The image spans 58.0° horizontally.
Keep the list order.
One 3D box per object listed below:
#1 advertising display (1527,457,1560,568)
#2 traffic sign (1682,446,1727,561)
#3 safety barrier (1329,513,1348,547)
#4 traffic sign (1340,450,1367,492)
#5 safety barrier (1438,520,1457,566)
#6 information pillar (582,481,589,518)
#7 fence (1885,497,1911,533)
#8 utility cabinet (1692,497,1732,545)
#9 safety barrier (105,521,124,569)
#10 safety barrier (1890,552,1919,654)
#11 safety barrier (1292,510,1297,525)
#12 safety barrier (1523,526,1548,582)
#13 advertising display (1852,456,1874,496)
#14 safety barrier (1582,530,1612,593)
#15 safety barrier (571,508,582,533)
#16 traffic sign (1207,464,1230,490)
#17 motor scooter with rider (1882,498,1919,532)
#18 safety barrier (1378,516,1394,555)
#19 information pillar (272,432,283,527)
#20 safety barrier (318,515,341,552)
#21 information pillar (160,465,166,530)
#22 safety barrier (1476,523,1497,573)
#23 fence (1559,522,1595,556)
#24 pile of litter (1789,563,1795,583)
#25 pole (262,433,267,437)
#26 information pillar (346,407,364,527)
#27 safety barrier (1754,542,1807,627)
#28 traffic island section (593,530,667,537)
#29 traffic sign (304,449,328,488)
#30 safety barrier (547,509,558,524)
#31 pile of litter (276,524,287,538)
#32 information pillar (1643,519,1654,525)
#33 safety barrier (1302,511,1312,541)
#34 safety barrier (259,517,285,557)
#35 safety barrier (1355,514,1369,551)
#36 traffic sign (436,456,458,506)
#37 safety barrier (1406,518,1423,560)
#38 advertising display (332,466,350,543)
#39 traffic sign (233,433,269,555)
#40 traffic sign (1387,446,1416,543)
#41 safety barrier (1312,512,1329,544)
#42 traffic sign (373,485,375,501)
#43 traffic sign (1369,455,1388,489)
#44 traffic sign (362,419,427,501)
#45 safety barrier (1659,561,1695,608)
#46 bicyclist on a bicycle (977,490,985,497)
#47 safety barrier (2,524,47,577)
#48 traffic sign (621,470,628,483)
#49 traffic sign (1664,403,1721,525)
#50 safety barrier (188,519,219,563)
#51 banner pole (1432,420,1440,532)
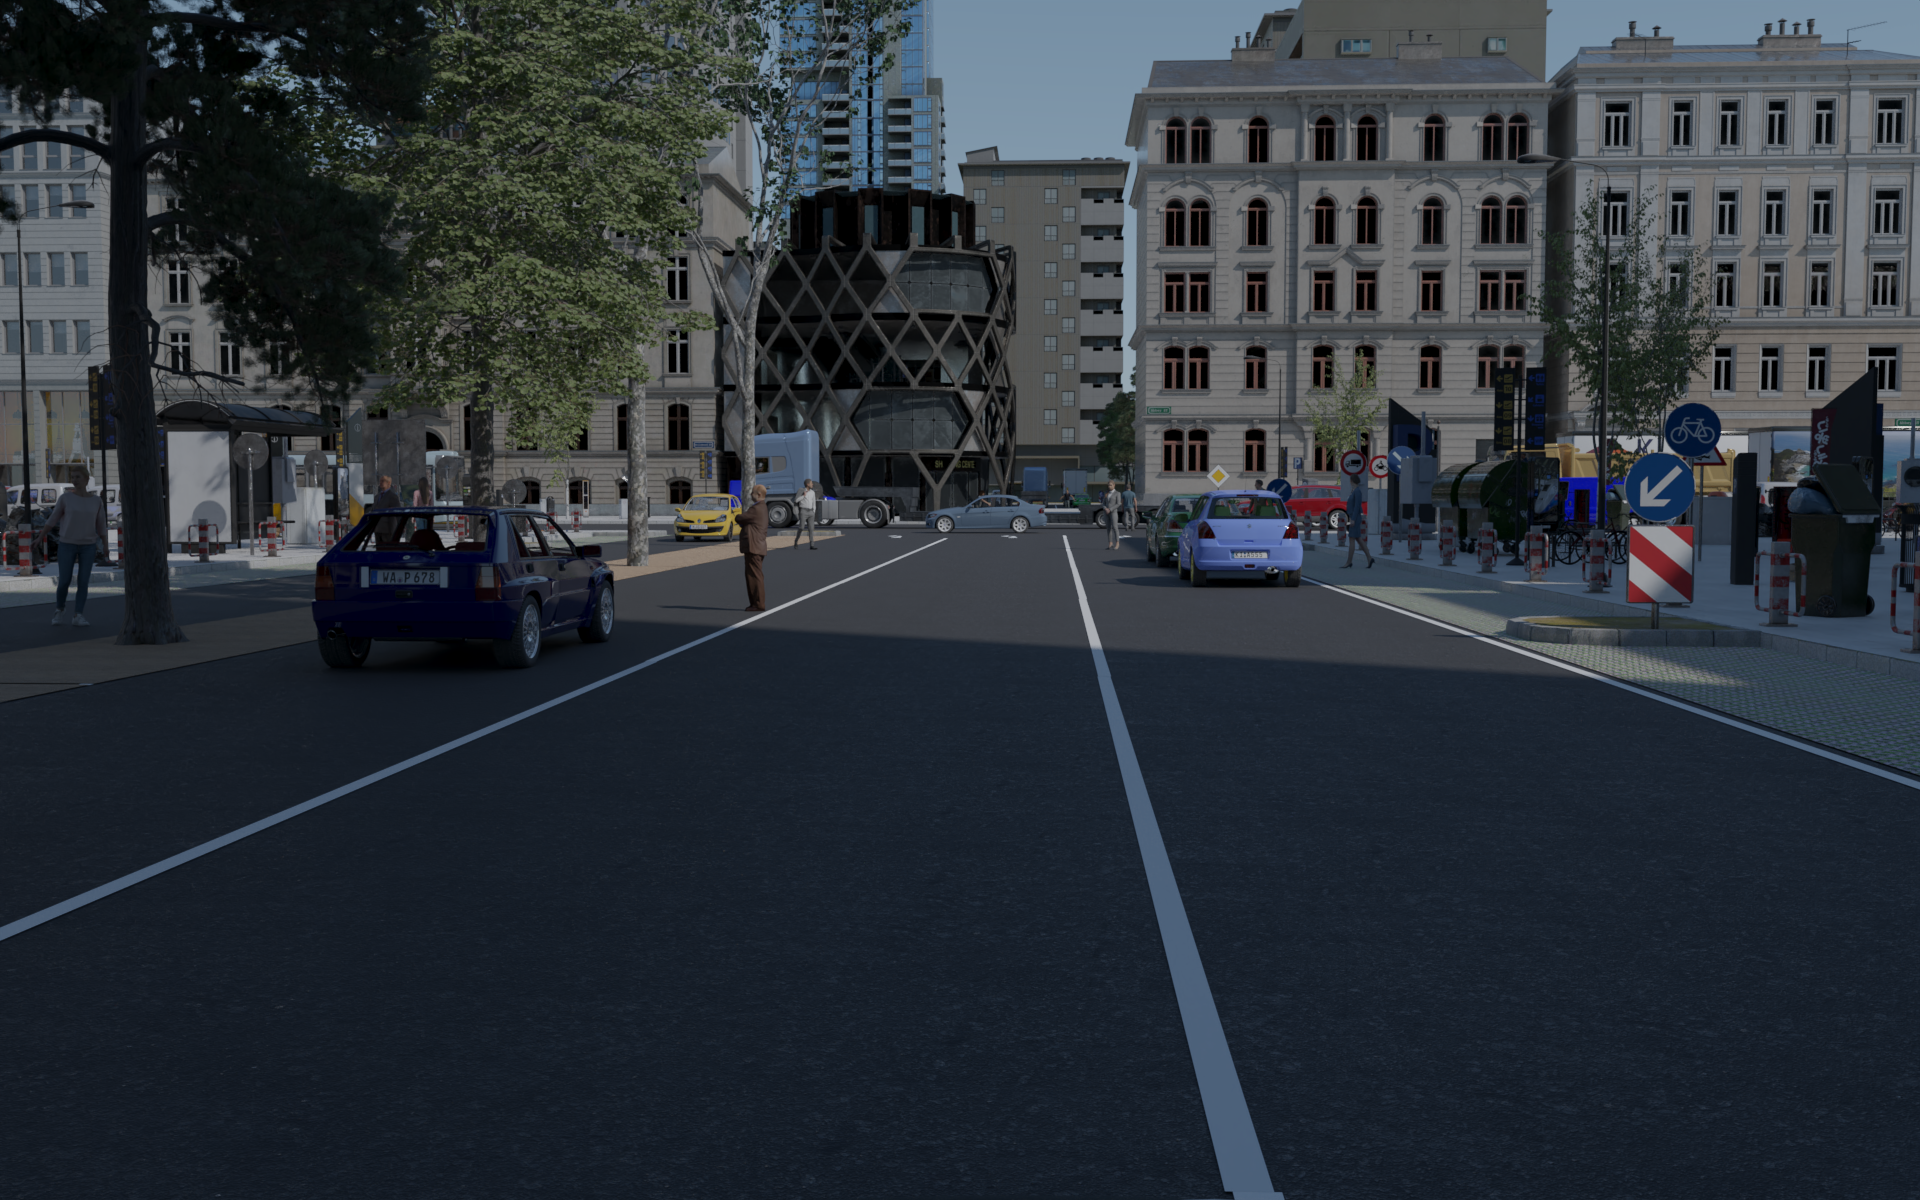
[{"bbox_3d":[10.152,-1.525,30.144,0.123,1.923,0.974,3,5,45],"label":"advertising display"},{"bbox_3d":[14.097,-2.014,32.938,0.884,2.594,0.081,1,4,8],"label":"traffic sign"},{"bbox_3d":[9.293,-1.705,42.155,0.300,0.817,1.120,0,4,3],"label":"safety barrier"},{"bbox_3d":[11.302,-3.042,49.838,0.768,2.556,0.104,0,4,5],"label":"traffic sign"},{"bbox_3d":[8.695,-1.015,30.871,0.300,0.817,1.120,0,4,3],"label":"safety barrier"},{"bbox_3d":[-20.458,-5.513,94.632,0.304,2.012,0.304,-1,4,-16],"label":"information pillar"},{"bbox_3d":[31.856,-2.814,57.206,2.264,1.192,0.480,2,4,25],"label":"fence"},{"bbox_3d":[19.105,-1.998,43.837,1.020,1.237,0.306,3,5,43],"label":"utility cabinet"},{"bbox_3d":[-14.307,-0.938,29.609,0.300,0.817,1.120,0,4,3],"label":"safety barrier"},{"bbox_3d":[7.791,0.019,13.970,0.300,0.817,1.120,0,4,3],"label":"safety barrier"},{"bbox_3d":[9.743,-2.222,50.610,0.300,0.817,1.120,0,4,3],"label":"safety barrier"},{"bbox_3d":[8.393,-0.671,25.240,0.300,0.817,1.120,0,4,3],"label":"safety barrier"},{"bbox_3d":[15.621,-1.516,30.009,0.123,1.923,0.974,3,5,41],"label":"advertising display"},{"bbox_3d":[8.245,-0.498,22.425,0.300,0.817,1.120,0,4,3],"label":"safety barrier"},{"bbox_3d":[-12.802,-2.663,57.810,0.300,0.817,1.120,0,4,3],"label":"safety barrier"},{"bbox_3d":[8.712,-3.353,58.460,0.795,2.450,0.064,0,4,3],"label":"traffic sign"},{"bbox_3d":[34.038,-3.270,62.436,1.986,1.779,0.876,0,4,4],"label":"motor scooter with rider"},{"bbox_3d":[8.993,-1.360,36.510,0.300,0.817,1.120,0,4,3],"label":"safety barrier"},{"bbox_3d":[-22.064,-3.958,56.064,0.504,3.616,0.183,0,4,-8],"label":"information pillar"},{"bbox_3d":[-13.858,-1.456,38.080,0.300,0.817,1.120,0,4,3],"label":"safety barrier"},{"bbox_3d":[-21.490,-2.572,46.539,0.304,2.012,0.304,3,4,38],"label":"information pillar"},{"bbox_3d":[8.541,-0.843,28.056,0.300,0.817,1.120,0,4,3],"label":"safety barrier"},{"bbox_3d":[13.099,-1.299,36.611,0.278,0.683,2.069,0,4,3],"label":"fence"},{"bbox_3d":[12.638,-0.707,25.527,1.719,0.858,1.176,-2,4,-28],"label":"pile of litter"},{"bbox_3d":[-22.581,-3.825,56.389,0.158,3.312,0.155,0,3,0],"label":"pole"},{"bbox_3d":[-16.274,-3.380,46.614,0.183,3.616,0.504,2,4,31],"label":"information pillar"},{"bbox_3d":[7.944,-0.154,16.788,0.300,0.817,1.120,0,4,3],"label":"safety barrier"},{"bbox_3d":[-11.277,-2.283,59.605,2.009,0.180,2.903,0,4,3],"label":"traffic island section"},{"bbox_3d":[-18.396,-3.019,49.460,0.768,2.556,0.104,1,4,11],"label":"traffic sign"},{"bbox_3d":[-12.952,-2.490,54.994,0.300,0.817,1.120,0,4,3],"label":"safety barrier"},{"bbox_3d":[-19.991,-2.292,51.440,1.719,0.858,1.176,-1,4,-22],"label":"pile of litter"},{"bbox_3d":[15.384,-2.080,38.494,0.304,2.012,0.304,0,4,2],"label":"information pillar"},{"bbox_3d":[9.597,-2.050,47.794,0.300,0.817,1.120,0,4,3],"label":"safety barrier"},{"bbox_3d":[-14.005,-1.283,35.252,0.300,0.817,1.120,0,4,3],"label":"safety barrier"},{"bbox_3d":[9.140,-1.533,39.340,0.300,0.817,1.120,0,4,3],"label":"safety barrier"},{"bbox_3d":[-17.169,-3.541,58.006,0.768,2.556,0.104,0,4,7],"label":"traffic sign"},{"bbox_3d":[8.845,-1.187,33.687,0.300,0.817,1.120,0,4,3],"label":"safety barrier"},{"bbox_3d":[-14.426,-2.152,40.398,0.123,1.923,0.974,0,4,-5],"label":"advertising display"},{"bbox_3d":[-14.801,-2.204,36.141,0.768,2.556,0.104,0,4,4],"label":"traffic sign"},{"bbox_3d":[11.660,-2.795,45.801,0.768,2.556,0.104,0,4,8],"label":"traffic sign"},{"bbox_3d":[9.447,-1.878,44.979,0.300,0.817,1.120,0,4,3],"label":"safety barrier"},{"bbox_3d":[-18.371,-3.323,54.336,0.884,2.594,0.081,1,4,8],"label":"traffic sign"},{"bbox_3d":[13.631,-3.429,56.167,0.768,2.556,0.104,1,4,11],"label":"traffic sign"},{"bbox_3d":[-15.665,-3.273,47.384,2.265,3.308,0.079,1,4,10],"label":"traffic sign"},{"bbox_3d":[8.093,-0.326,19.609,0.300,0.817,1.120,0,4,3],"label":"safety barrier"},{"bbox_3d":[1.036,-4.155,77.962,1.625,1.676,1.499,0,4,2],"label":"bicyclist on a bicycle"},{"bbox_3d":[-14.459,-0.766,26.794,0.300,0.817,1.120,0,4,3],"label":"safety barrier"},{"bbox_3d":[-11.253,-3.419,59.542,0.795,2.450,0.064,0,4,3],"label":"traffic sign"},{"bbox_3d":[10.217,-1.476,24.238,0.768,2.556,0.104,0,4,8],"label":"traffic sign"},{"bbox_3d":[-14.160,-1.110,32.425,0.300,0.817,1.120,0,4,3],"label":"safety barrier"},{"bbox_3d":[16.000,-4.202,58.715,0.863,3.779,0.401,-1,4,-21],"label":"banner pole"}]
